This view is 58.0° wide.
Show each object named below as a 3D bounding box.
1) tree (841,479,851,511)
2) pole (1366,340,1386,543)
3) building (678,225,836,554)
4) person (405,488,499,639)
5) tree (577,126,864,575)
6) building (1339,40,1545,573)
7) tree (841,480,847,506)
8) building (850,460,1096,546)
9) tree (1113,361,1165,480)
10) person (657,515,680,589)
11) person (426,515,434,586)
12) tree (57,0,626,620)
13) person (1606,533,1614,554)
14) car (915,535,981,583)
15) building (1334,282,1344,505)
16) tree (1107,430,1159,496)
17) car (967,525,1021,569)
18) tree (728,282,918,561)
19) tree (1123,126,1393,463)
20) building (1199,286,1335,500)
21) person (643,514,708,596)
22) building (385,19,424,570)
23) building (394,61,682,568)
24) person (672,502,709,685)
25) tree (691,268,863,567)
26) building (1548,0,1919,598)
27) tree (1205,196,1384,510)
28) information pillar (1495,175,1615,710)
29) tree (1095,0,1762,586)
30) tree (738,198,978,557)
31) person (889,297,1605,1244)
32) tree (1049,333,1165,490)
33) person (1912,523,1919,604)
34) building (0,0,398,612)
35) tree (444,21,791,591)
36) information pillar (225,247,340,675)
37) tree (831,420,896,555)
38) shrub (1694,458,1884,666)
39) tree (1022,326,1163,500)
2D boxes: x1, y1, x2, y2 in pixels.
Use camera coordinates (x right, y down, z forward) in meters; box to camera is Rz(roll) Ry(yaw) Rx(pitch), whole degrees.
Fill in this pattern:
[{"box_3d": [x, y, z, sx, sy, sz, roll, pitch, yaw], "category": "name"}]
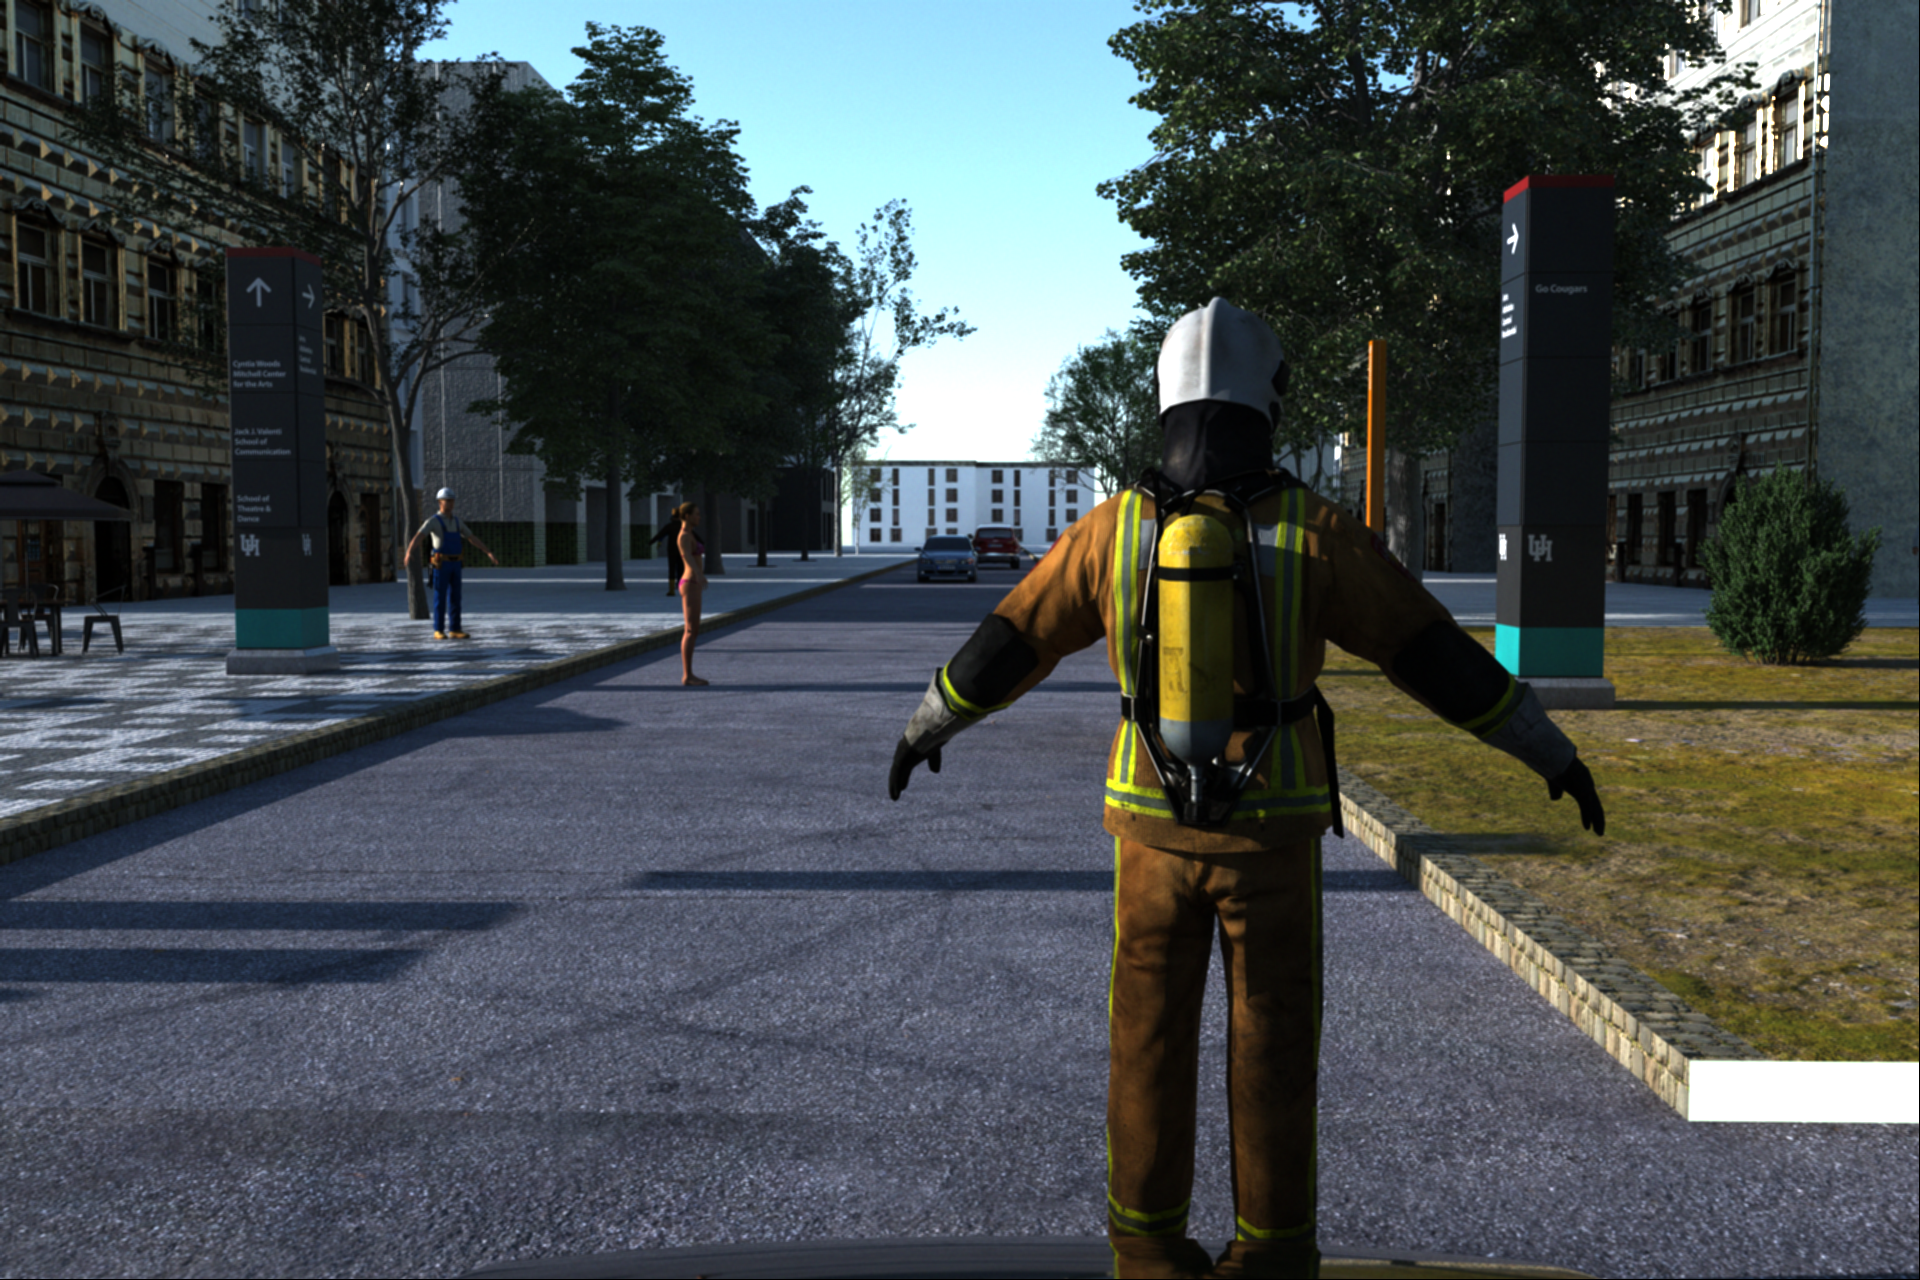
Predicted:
[{"box_3d": [-14.726, -15.450, 202.965, 4.737, 8.622, 4.395, 0, 3, 0], "category": "tree"}, {"box_3d": [4.399, -1.498, 18.340, 0.158, 3.312, 0.155, 0, 3, 0], "category": "pole"}, {"box_3d": [-24.530, -17.480, 129.769, 27.936, 21.610, 32.646, 0, 4, 1], "category": "building"}, {"box_3d": [-6.263, -0.939, 21.214, 0.705, 1.847, 1.347, 3, 4, 37], "category": "person"}, {"box_3d": [-7.840, -9.047, 54.568, 9.857, 13.997, 8.962, 0, 3, 0], "category": "tree"}, {"box_3d": [25.532, -14.327, 65.171, 19.493, 23.208, 18.063, 0, 4, 1], "category": "building"}, {"box_3d": [-14.584, -15.131, 197.755, 4.360, 8.622, 3.978, 0, 3, 0], "category": "tree"}, {"box_3d": [1.555, -15.543, 198.734, 28.070, 9.664, 9.099, 0, 4, -3], "category": "building"}, {"box_3d": [7.792, -7.297, 69.676, 4.360, 8.622, 3.978, 0, 3, 0], "category": "tree"}, {"box_3d": [-6.601, -2.082, 40.504, 0.721, 1.772, 1.216, 3, 5, 44], "category": "person"}, {"box_3d": [-13.022, -2.203, 42.734, 0.721, 1.740, 1.216, 3, 4, 36], "category": "person"}, {"box_3d": [-8.421, -5.598, 25.947, 7.601, 10.594, 8.767, 2, 4, 30], "category": "tree"}, {"box_3d": [11.626, -1.591, 32.142, 1.347, 1.817, 0.704, -1, 4, -21], "category": "person"}, {"box_3d": [-0.355, -2.493, 52.767, 2.014, 1.417, 4.499, 0, 4, 1], "category": "car"}, {"box_3d": [24.409, -14.162, 87.975, 16.016, 20.090, 11.380, 0, 4, 1], "category": "building"}, {"box_3d": [21.607, -17.769, 197.185, 9.857, 13.997, 8.962, 0, 3, 0], "category": "tree"}, {"box_3d": [1.438, -3.892, 72.312, 2.281, 1.827, 5.304, 0, 4, 0], "category": "car"}, {"box_3d": [-7.247, -10.483, 81.760, 12.009, 13.543, 11.850, 0, 3, 0], "category": "tree"}, {"box_3d": [7.809, -7.247, 44.246, 9.928, 11.665, 9.643, 0, 3, 0], "category": "tree"}, {"box_3d": [25.849, -16.191, 131.181, 16.747, 18.905, 31.486, 0, 4, 2], "category": "building"}, {"box_3d": [-5.871, -1.820, 35.887, 1.346, 1.812, 0.704, -1, 4, -21], "category": "person"}, {"box_3d": [-25.192, -11.915, 51.230, 16.016, 20.090, 11.380, 0, 4, 1], "category": "building"}, {"box_3d": [-24.230, -13.127, 81.080, 16.747, 18.905, 31.486, 0, 4, 1], "category": "building"}, {"box_3d": [-2.491, -0.444, 16.523, 0.721, 1.733, 1.217, -1, 4, -10], "category": "person"}, {"box_3d": [-7.619, -8.644, 67.084, 9.928, 11.665, 9.643, 0, 3, 0], "category": "tree"}, {"box_3d": [26.534, -12.952, 42.688, 19.493, 23.208, 18.063, 0, 4, 2], "category": "building"}, {"box_3d": [7.429, -5.252, 36.234, 4.360, 8.622, 3.978, 0, 3, 0], "category": "tree"}, {"box_3d": [4.406, -1.437, 12.879, 0.750, 3.857, 0.750, 0, 4, 2], "category": "information pillar"}, {"box_3d": [6.504, -7.252, 25.225, 9.857, 13.997, 8.962, 0, 3, 0], "category": "tree"}, {"box_3d": [-5.679, -14.765, 97.301, 12.611, 20.169, 13.585, 0, 3, 0], "category": "tree"}, {"box_3d": [0.480, 0.307, 3.213, 1.354, 1.858, 0.705, 1, 4, 18], "category": "person"}, {"box_3d": [8.507, -9.867, 87.075, 9.928, 11.665, 9.643, 0, 3, 0], "category": "tree"}, {"box_3d": [17.670, -1.550, 31.528, 1.347, 1.806, 0.705, -2, 4, -33], "category": "person"}, {"box_3d": [-24.614, -12.595, 36.850, 19.493, 23.208, 18.063, 0, 4, 2], "category": "building"}, {"box_3d": [-7.677, -7.375, 38.708, 7.486, 12.596, 7.792, 0, 3, 0], "category": "tree"}, {"box_3d": [-6.289, -1.628, 16.002, 0.750, 3.857, 0.750, 0, 4, 2], "category": "information pillar"}, {"box_3d": [-6.634, -9.659, 108.279, 4.360, 8.622, 3.978, 0, 3, 0], "category": "tree"}, {"box_3d": [8.114, -0.771, 17.023, 1.690, 2.028, 1.600, 0, 3, 0], "category": "shrub"}, {"box_3d": [8.787, -11.672, 101.204, 12.009, 13.543, 11.850, 0, 3, 0], "category": "tree"}]
